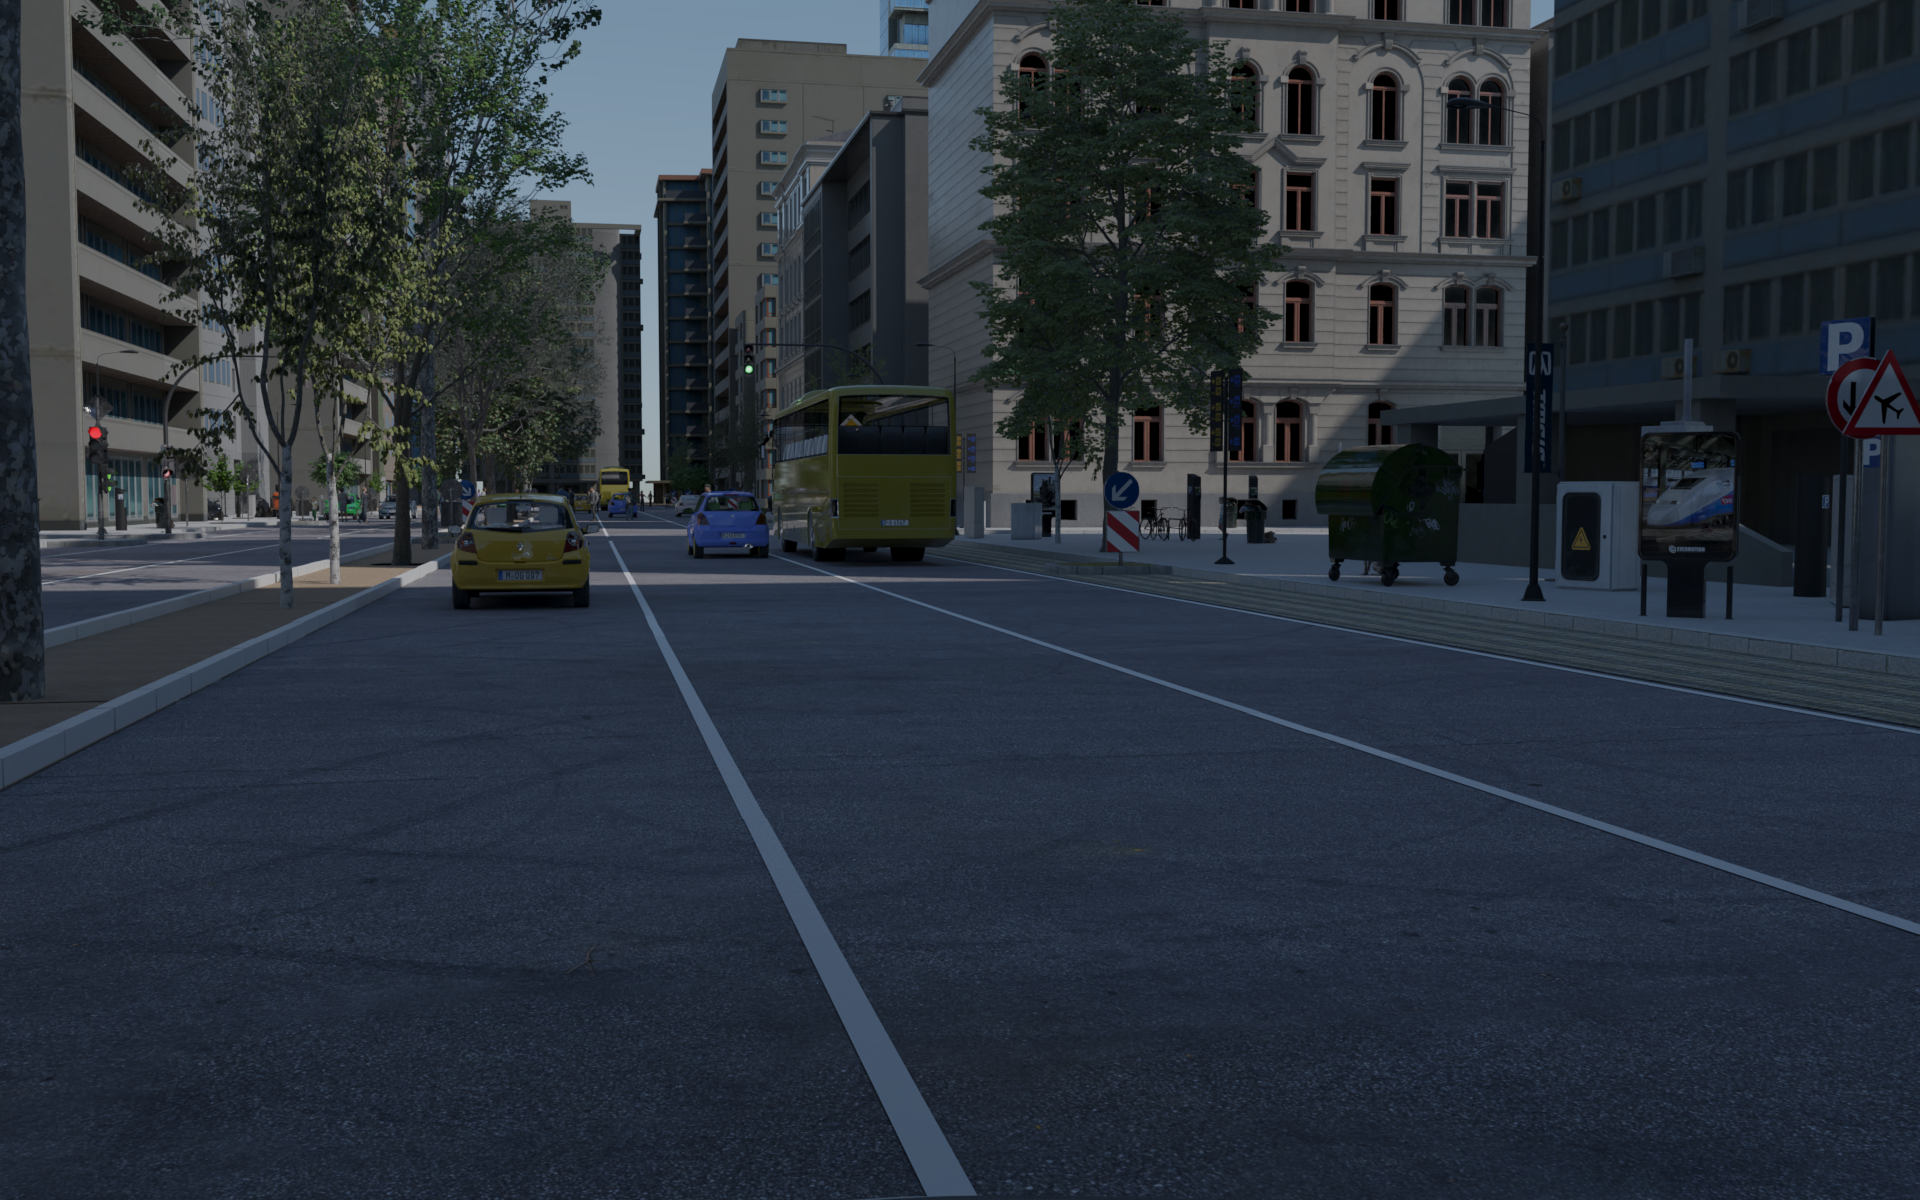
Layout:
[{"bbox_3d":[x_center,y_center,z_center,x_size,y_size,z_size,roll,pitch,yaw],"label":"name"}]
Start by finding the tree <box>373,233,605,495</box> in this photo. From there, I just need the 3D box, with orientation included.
[{"bbox_3d":[-19.875,-9.397,73.101,9.611,12.733,9.660,0,3,0],"label":"tree"}]

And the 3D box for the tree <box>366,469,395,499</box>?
[{"bbox_3d":[-43.469,-8.240,129.323,1.663,3.219,1.824,0,3,0],"label":"tree"}]

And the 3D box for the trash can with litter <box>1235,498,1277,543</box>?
[{"bbox_3d":[7.800,-2.067,45.178,0.624,1.170,1.055,3,5,41],"label":"trash can with litter"}]

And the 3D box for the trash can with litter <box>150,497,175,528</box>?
[{"bbox_3d":[-29.790,-3.264,64.759,0.624,1.170,1.055,0,4,-6],"label":"trash can with litter"}]

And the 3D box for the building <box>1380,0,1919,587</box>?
[{"bbox_3d":[25.604,-20.852,32.819,32.217,40.220,23.993,-1,4,-12],"label":"building"}]

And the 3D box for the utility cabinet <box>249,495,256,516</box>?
[{"bbox_3d":[-41.483,-5.518,101.383,0.306,1.237,1.020,-1,4,-12],"label":"utility cabinet"}]

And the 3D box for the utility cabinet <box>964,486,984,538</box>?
[{"bbox_3d":[0.421,-2.555,50.447,0.318,1.500,1.173,-1,4,-14],"label":"utility cabinet"}]

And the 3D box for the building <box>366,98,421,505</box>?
[{"bbox_3d":[-67.740,-33.083,191.010,14.200,45.320,14.600,-1,4,-12],"label":"building"}]

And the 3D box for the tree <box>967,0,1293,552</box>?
[{"bbox_3d":[3.697,-7.337,38.083,7.486,12.596,7.792,0,3,0],"label":"tree"}]

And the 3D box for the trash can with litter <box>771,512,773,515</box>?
[{"bbox_3d":[-11.169,-5.956,108.435,2.233,1.210,1.678,2,4,25],"label":"trash can with litter"}]

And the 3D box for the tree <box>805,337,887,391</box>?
[{"bbox_3d":[-5.040,-7.951,80.360,4.737,8.622,4.395,0,3,0],"label":"tree"}]

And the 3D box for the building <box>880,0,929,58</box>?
[{"bbox_3d":[1.538,-56.564,237.489,31.000,86.520,22.319,-1,4,-12],"label":"building"}]

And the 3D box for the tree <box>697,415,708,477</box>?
[{"bbox_3d":[-15.826,-10.700,125.314,4.360,8.622,3.978,0,3,0],"label":"tree"}]

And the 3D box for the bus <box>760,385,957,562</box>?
[{"bbox_3d":[-2.554,-2.948,39.746,2.896,3.916,12.252,-1,4,-12],"label":"bus"}]

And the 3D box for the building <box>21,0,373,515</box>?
[{"bbox_3d":[-59.181,-31.365,136.521,21.300,48.544,21.600,-1,4,-12],"label":"building"}]

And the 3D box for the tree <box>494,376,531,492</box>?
[{"bbox_3d":[-21.586,-7.796,80.284,4.737,8.622,4.395,0,3,0],"label":"tree"}]

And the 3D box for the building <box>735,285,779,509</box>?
[{"bbox_3d":[-5.663,-19.284,160.334,27.650,21.520,28.899,-1,4,-12],"label":"building"}]

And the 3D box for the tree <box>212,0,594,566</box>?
[{"bbox_3d":[-11.026,-6.483,34.203,9.928,11.665,9.643,0,3,0],"label":"tree"}]

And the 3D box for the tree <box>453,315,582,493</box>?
[{"bbox_3d":[-22.770,-10.165,86.780,7.486,12.596,7.792,0,3,0],"label":"tree"}]

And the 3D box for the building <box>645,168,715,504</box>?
[{"bbox_3d":[-27.581,-35.302,231.807,28.867,44.769,22.147,-1,4,-12],"label":"building"}]

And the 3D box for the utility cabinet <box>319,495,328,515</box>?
[{"bbox_3d":[-38.590,-5.732,104.882,0.306,1.237,1.020,-2,4,-28],"label":"utility cabinet"}]

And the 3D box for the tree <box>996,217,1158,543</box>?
[{"bbox_3d":[2.660,-5.768,44.673,4.737,8.622,4.395,0,3,0],"label":"tree"}]

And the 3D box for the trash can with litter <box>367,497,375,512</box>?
[{"bbox_3d":[-42.946,-6.994,125.736,0.624,1.170,1.055,1,4,19],"label":"trash can with litter"}]

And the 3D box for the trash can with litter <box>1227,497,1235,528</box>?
[{"bbox_3d":[10.182,-3.302,65.370,0.624,1.170,1.055,1,4,14],"label":"trash can with litter"}]

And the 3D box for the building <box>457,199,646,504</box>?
[{"bbox_3d":[-54.558,-33.014,231.662,23.993,40.220,32.217,-1,4,-12],"label":"building"}]

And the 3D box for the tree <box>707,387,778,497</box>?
[{"bbox_3d":[-14.391,-10.292,118.644,4.360,8.622,3.978,0,3,0],"label":"tree"}]

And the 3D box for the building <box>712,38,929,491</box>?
[{"bbox_3d":[-14.660,-34.242,183.557,21.300,48.544,21.600,-1,4,-12],"label":"building"}]

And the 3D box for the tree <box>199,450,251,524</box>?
[{"bbox_3d":[-31.997,-4.917,75.001,1.663,3.219,1.824,0,3,0],"label":"tree"}]

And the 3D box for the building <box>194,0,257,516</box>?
[{"bbox_3d":[-53.814,-34.076,99.143,21.231,58.520,28.212,-1,4,-12],"label":"building"}]

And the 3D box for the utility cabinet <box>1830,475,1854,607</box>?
[{"bbox_3d":[10.232,-0.686,19.900,0.318,1.500,1.173,1,4,23],"label":"utility cabinet"}]

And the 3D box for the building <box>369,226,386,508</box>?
[{"bbox_3d":[-60.125,-23.505,156.014,14.160,30.474,14.107,-1,4,-12],"label":"building"}]

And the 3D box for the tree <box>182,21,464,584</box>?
[{"bbox_3d":[-9.815,-4.535,26.966,4.737,8.622,4.395,0,3,0],"label":"tree"}]

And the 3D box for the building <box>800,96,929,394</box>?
[{"bbox_3d":[-0.471,-17.253,101.157,14.314,24.678,30.058,-1,4,-12],"label":"building"}]

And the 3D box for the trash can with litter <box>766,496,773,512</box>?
[{"bbox_3d":[-13.681,-6.956,125.122,0.624,1.170,1.055,1,4,12],"label":"trash can with litter"}]

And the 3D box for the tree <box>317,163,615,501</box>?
[{"bbox_3d":[-17.611,-9.150,62.423,12.009,13.543,11.850,0,3,0],"label":"tree"}]

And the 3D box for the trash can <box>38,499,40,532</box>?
[{"bbox_3d":[-29.948,-2.695,55.713,0.748,1.137,0.748,0,3,0],"label":"trash can"}]

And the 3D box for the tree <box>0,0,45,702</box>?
[{"bbox_3d":[-7.970,-9.399,12.023,12.611,20.169,13.585,0,3,0],"label":"tree"}]

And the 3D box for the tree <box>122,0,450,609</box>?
[{"bbox_3d":[-8.461,-4.205,21.576,4.360,8.622,3.978,0,3,0],"label":"tree"}]

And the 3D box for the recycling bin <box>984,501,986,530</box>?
[{"bbox_3d":[0.530,-3.073,62.798,0.722,1.027,0.722,0,4,-6],"label":"recycling bin"}]

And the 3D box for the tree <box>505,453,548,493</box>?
[{"bbox_3d":[-29.301,-10.088,117.750,4.360,8.622,3.978,0,3,0],"label":"tree"}]

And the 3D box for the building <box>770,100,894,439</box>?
[{"bbox_3d":[-6.071,-20.832,126.503,13.634,28.700,20.117,-1,4,-12],"label":"building"}]

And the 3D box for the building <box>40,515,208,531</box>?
[{"bbox_3d":[-43.406,-27.119,67.100,21.300,48.544,21.600,-1,4,-12],"label":"building"}]

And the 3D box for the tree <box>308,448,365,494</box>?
[{"bbox_3d":[-39.876,-7.779,110.902,4.285,4.588,4.351,0,3,0],"label":"tree"}]

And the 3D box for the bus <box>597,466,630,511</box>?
[{"bbox_3d":[-30.527,-9.865,152.836,2.896,3.916,12.252,-1,4,-12],"label":"bus"}]

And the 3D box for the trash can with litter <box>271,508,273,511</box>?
[{"bbox_3d":[-47.950,-6.637,119.906,1.055,1.170,0.624,-3,5,-39],"label":"trash can with litter"}]

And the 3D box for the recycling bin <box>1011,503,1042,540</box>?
[{"bbox_3d":[1.874,-2.223,48.894,0.722,1.027,0.722,1,4,20],"label":"recycling bin"}]

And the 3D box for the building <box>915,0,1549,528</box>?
[{"bbox_3d":[10.731,-17.477,73.141,23.554,28.519,14.401,-1,4,-12],"label":"building"}]

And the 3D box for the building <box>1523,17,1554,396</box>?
[{"bbox_3d":[37.195,-15.890,78.867,30.058,24.678,14.314,-1,4,-12],"label":"building"}]

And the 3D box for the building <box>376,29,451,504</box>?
[{"bbox_3d":[-79.118,-41.432,219.412,28.212,58.520,21.231,-1,4,-12],"label":"building"}]
